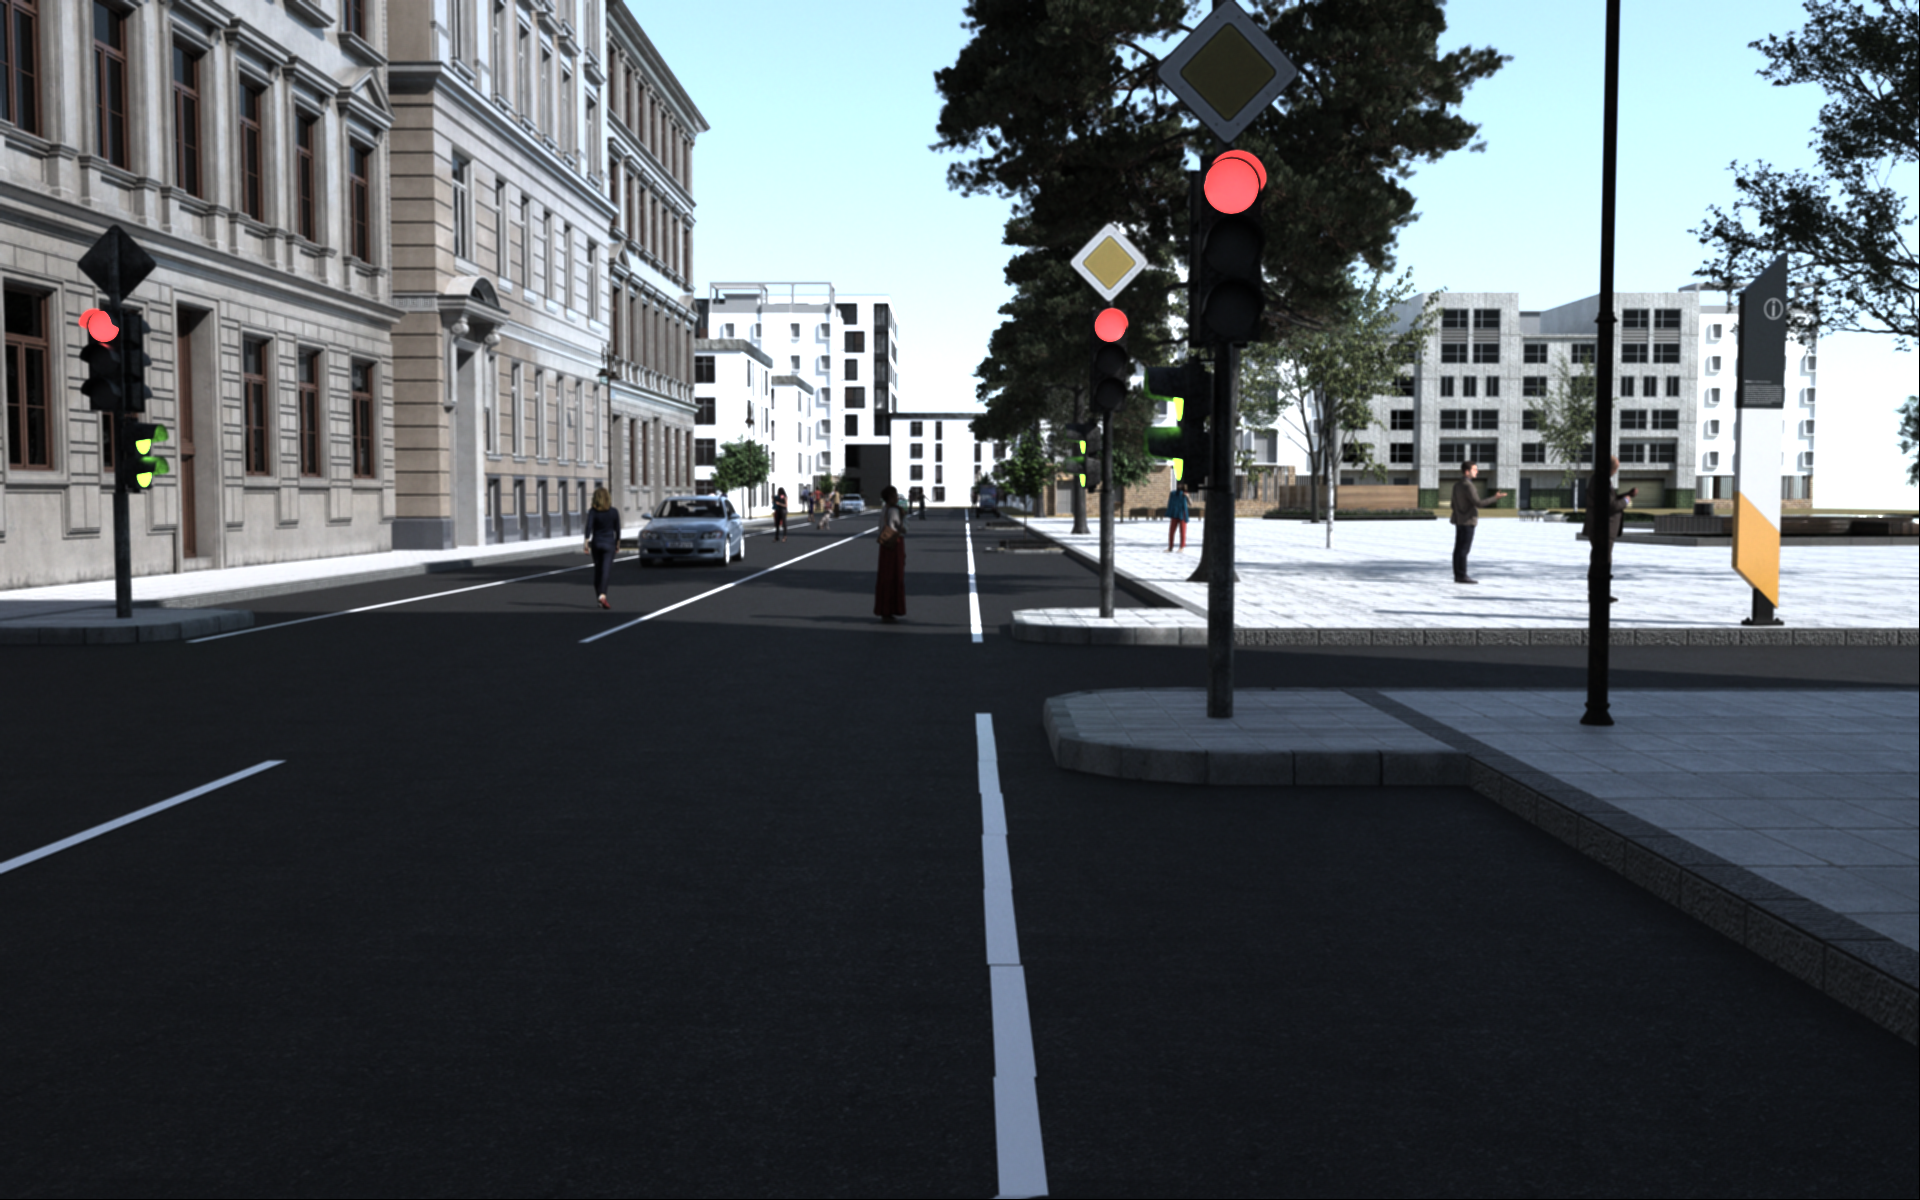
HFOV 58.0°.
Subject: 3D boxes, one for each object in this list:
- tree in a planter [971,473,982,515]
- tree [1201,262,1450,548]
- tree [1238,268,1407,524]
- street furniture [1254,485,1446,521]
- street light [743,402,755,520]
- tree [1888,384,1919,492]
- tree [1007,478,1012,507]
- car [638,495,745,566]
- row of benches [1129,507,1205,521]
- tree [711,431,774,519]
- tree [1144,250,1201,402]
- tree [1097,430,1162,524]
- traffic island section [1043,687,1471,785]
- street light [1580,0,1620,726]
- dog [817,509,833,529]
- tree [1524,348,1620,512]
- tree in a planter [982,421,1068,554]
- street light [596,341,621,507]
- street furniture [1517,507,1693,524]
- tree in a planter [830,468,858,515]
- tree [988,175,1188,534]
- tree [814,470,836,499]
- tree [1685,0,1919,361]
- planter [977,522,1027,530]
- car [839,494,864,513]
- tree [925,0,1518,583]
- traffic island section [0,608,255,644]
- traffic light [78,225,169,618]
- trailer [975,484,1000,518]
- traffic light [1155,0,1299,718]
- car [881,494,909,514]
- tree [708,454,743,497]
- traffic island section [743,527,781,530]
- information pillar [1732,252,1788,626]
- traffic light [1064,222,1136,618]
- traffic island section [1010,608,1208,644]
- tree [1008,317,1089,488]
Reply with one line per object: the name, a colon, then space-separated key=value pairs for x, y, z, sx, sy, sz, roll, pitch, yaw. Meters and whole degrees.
tree in a planter: x=1.827 y=-7.490 z=119.686 sx=1.991 sy=3.239 sz=1.994 roll=0 pitch=4 yaw=0
tree: x=8.958 y=-5.530 z=40.770 sx=4.737 sy=8.622 sz=4.395 roll=0 pitch=3 yaw=0
tree: x=15.625 y=-9.182 z=75.881 sx=9.928 sy=11.665 sz=9.643 roll=0 pitch=3 yaw=0
street furniture: x=18.787 y=-4.857 z=86.260 sx=9.812 sy=1.723 sz=11.010 roll=-2 pitch=4 yaw=-26
street light: x=-10.532 y=-6.973 z=86.798 sx=0.468 sy=5.910 sz=1.993 roll=0 pitch=4 yaw=0
tree: x=50.243 y=-7.295 z=82.177 sx=11.467 sy=7.101 sz=20.602 roll=1 pitch=4 yaw=9
tree: x=4.956 y=-10.774 z=170.752 sx=1.663 sy=3.219 sz=1.824 roll=0 pitch=3 yaw=0
car: x=-5.491 y=-1.456 z=35.813 sx=2.014 sy=1.417 sz=4.499 roll=0 pitch=4 yaw=-1
row of benches: x=10.178 y=-4.214 z=84.364 sx=4.104 sy=0.672 sz=1.422 roll=3 pitch=4 yaw=37
tree: x=-11.444 y=-6.582 z=91.337 sx=4.285 sy=4.588 sz=4.351 roll=0 pitch=3 yaw=0
tree: x=6.990 y=-5.939 z=47.457 sx=4.737 sy=8.622 sz=4.395 roll=0 pitch=3 yaw=0
tree: x=7.114 y=-5.635 z=75.840 sx=4.285 sy=4.588 sz=4.351 roll=0 pitch=3 yaw=0
traffic island section: x=1.519 y=0.753 z=9.977 sx=2.009 sy=0.180 sz=2.903 roll=0 pitch=4 yaw=0
street light: x=3.557 y=-2.245 z=9.493 sx=0.468 sy=5.910 sz=1.993 roll=0 pitch=4 yaw=0
dog: x=-5.627 y=-3.285 z=70.551 sx=0.800 sy=0.831 sz=0.513 roll=2 pitch=4 yaw=31
tree: x=30.733 y=-8.355 z=86.974 sx=4.737 sy=8.622 sz=4.395 roll=0 pitch=3 yaw=0
tree in a planter: x=1.616 y=-2.777 z=42.623 sx=1.991 sy=3.239 sz=1.994 roll=0 pitch=4 yaw=0
street light: x=-10.640 y=-4.880 z=52.571 sx=0.468 sy=5.910 sz=1.993 roll=0 pitch=4 yaw=0
street furniture: x=29.427 y=-3.829 z=78.226 sx=5.734 sy=0.657 sz=10.072 roll=-1 pitch=4 yaw=-10
tree in a planter: x=-8.076 y=-7.508 z=119.981 sx=1.991 sy=3.239 sz=1.994 roll=0 pitch=4 yaw=0
tree: x=3.802 y=-8.151 z=55.326 sx=6.751 sy=12.117 sz=7.091 roll=0 pitch=3 yaw=0
tree: x=-10.368 y=-8.638 z=135.833 sx=1.663 sy=3.219 sz=1.824 roll=0 pitch=3 yaw=0
tree: x=14.605 y=-5.587 z=25.767 sx=7.601 sy=10.594 sz=8.767 roll=0 pitch=4 yaw=7
planter: x=1.693 y=-2.967 z=69.655 sx=1.991 sy=0.319 sz=1.994 roll=0 pitch=4 yaw=0
car: x=-8.238 y=-7.311 z=131.541 sx=2.014 sy=1.417 sz=4.499 roll=0 pitch=4 yaw=1
tree: x=3.700 y=-7.165 z=24.571 sx=7.806 sy=13.903 sz=7.818 roll=0 pitch=3 yaw=0
traffic island section: x=-8.699 y=0.262 z=17.996 sx=2.009 sy=0.180 sz=2.903 roll=0 pitch=4 yaw=0
traffic light: x=-8.659 y=-1.750 z=17.862 sx=0.839 sy=4.213 sz=0.868 roll=0 pitch=4 yaw=0
trailer: x=1.660 y=-5.913 z=103.720 sx=1.471 sy=1.999 sz=3.904 roll=0 pitch=4 yaw=0
traffic light: x=1.479 y=-1.261 z=9.864 sx=0.839 sy=4.213 sz=0.868 roll=0 pitch=4 yaw=0
car: x=-4.727 y=-7.012 z=126.441 sx=2.131 sy=1.459 sz=4.920 roll=0 pitch=4 yaw=-1
tree: x=-11.168 y=-5.398 z=82.865 sx=1.663 sy=3.219 sz=1.824 roll=0 pitch=3 yaw=0
traffic island section: x=-8.236 y=-2.864 z=69.692 sx=1.991 sy=0.108 sz=1.994 roll=0 pitch=4 yaw=0
information pillar: x=7.766 y=-1.557 z=16.805 sx=0.504 sy=3.616 sz=0.183 roll=-1 pitch=4 yaw=-13
traffic light: x=1.502 y=-1.749 z=17.849 sx=0.839 sy=4.213 sz=0.868 roll=0 pitch=4 yaw=0
traffic island section: x=1.542 y=0.264 z=17.962 sx=2.009 sy=0.180 sz=2.903 roll=0 pitch=4 yaw=0
tree: x=4.232 y=-7.023 z=65.188 sx=4.360 sy=8.622 sz=3.978 roll=0 pitch=3 yaw=0
